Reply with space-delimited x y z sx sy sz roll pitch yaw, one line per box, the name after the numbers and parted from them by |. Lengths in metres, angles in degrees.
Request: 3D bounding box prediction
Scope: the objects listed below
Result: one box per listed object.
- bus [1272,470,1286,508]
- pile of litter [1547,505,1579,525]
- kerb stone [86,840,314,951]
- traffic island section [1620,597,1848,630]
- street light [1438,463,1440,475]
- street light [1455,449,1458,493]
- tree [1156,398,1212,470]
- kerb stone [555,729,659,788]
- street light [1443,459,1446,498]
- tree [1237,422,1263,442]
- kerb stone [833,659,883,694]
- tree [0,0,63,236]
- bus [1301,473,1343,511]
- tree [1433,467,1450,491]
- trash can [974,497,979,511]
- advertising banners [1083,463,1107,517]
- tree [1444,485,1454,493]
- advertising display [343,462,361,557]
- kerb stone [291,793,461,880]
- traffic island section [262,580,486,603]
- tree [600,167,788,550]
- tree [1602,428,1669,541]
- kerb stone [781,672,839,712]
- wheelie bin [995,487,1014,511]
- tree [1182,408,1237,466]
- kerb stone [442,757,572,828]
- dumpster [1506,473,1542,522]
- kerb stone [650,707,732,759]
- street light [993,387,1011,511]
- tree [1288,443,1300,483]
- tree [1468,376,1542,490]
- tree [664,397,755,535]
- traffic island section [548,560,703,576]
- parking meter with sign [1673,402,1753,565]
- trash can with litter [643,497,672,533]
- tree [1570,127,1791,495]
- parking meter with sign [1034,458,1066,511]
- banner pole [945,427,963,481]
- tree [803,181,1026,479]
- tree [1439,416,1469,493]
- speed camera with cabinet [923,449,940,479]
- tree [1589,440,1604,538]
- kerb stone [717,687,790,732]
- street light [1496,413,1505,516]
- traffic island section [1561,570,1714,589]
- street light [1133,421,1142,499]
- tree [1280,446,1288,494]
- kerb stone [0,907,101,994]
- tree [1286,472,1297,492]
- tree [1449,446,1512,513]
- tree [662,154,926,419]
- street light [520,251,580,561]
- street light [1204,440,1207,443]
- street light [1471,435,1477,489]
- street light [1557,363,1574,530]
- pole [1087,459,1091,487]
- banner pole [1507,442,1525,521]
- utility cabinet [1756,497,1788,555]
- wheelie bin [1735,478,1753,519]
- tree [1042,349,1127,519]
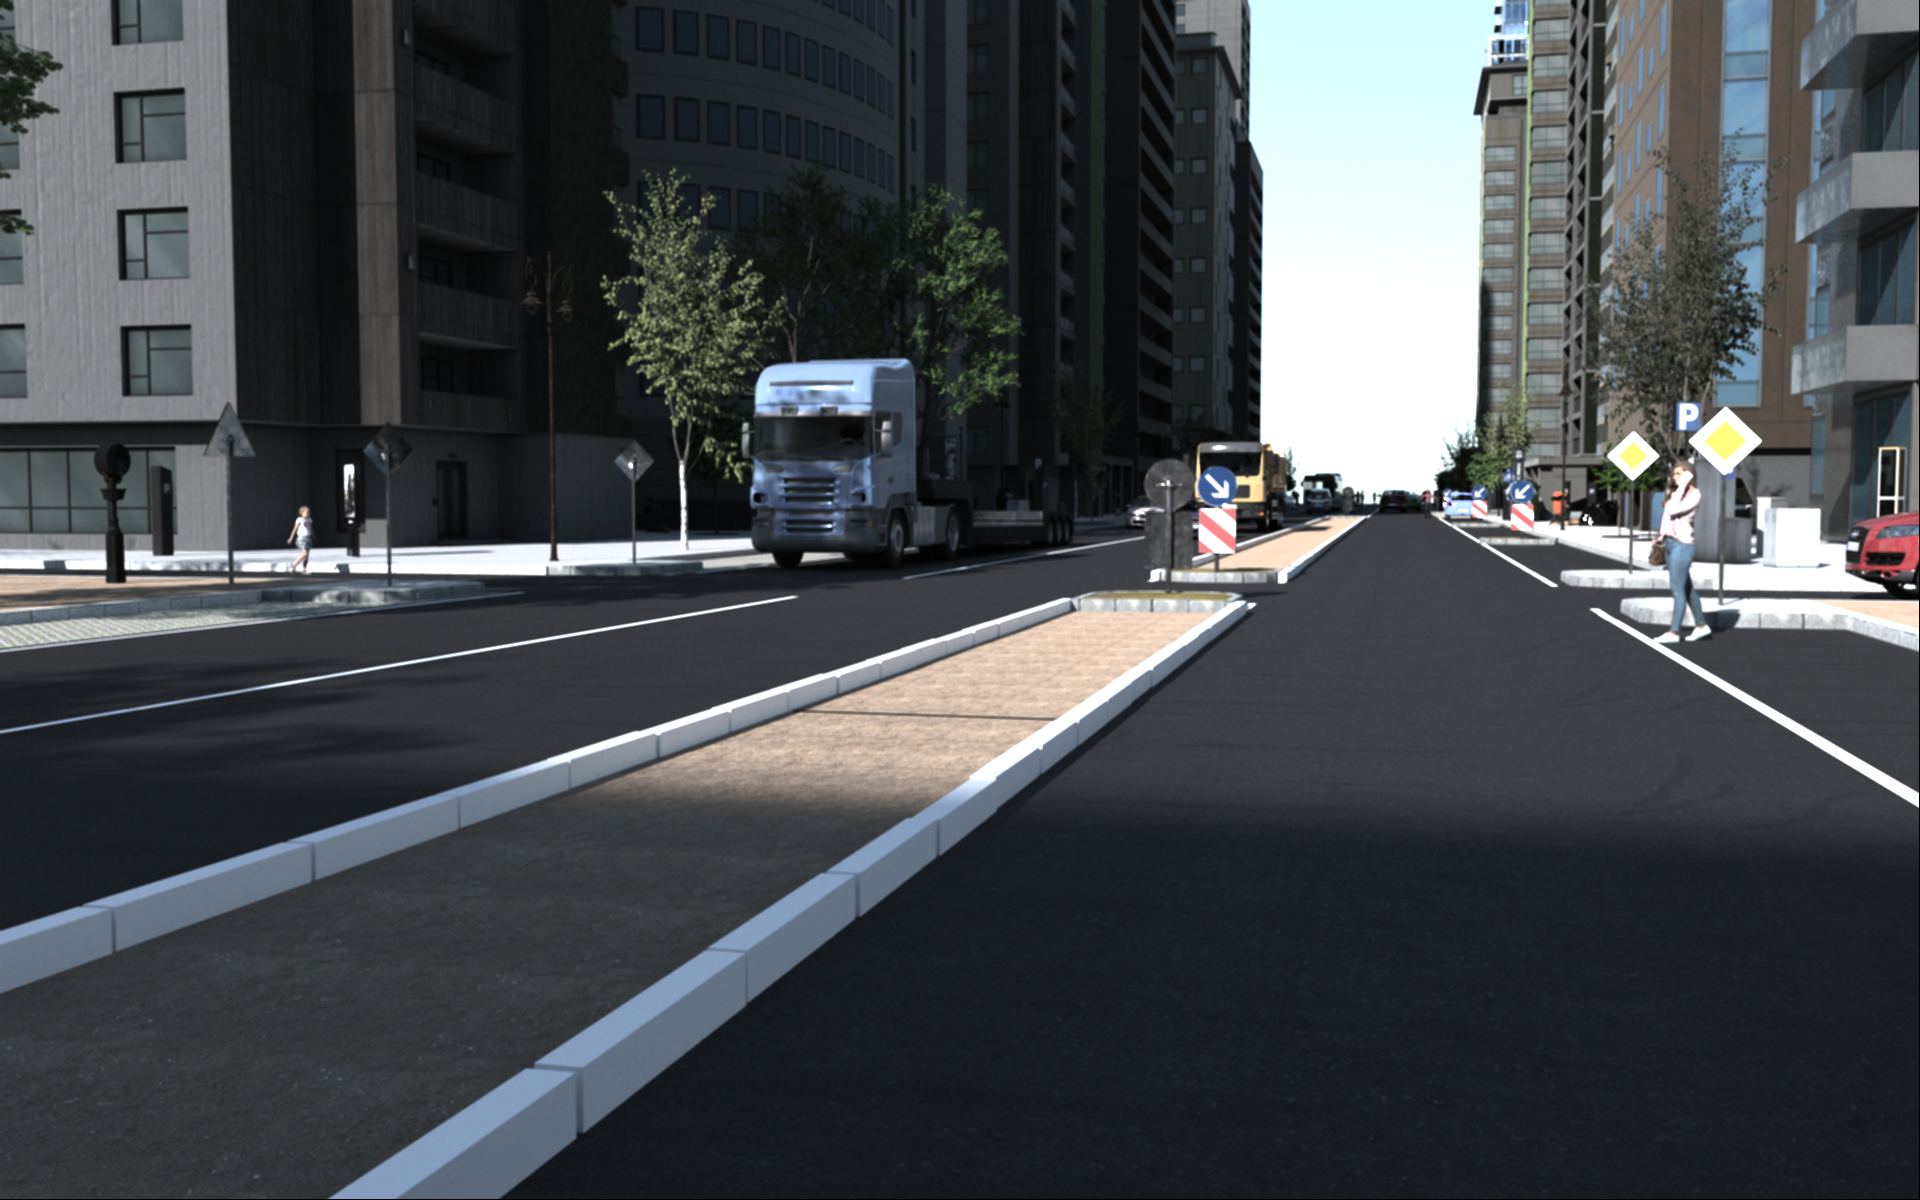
24.191 -8.920 137.392 2.896 3.916 12.252 1 4 15 | bus
25.347 -3.558 72.142 1.719 0.858 1.176 1 4 13 | pile of litter
-2.560 0.998 5.882 0.120 0.150 1.000 1 4 14 | kerb stone
8.781 0.142 19.956 2.009 0.180 2.903 1 4 14 | traffic island section
70.299 -17.226 254.433 0.468 5.910 1.993 1 4 14 | street light
49.603 -12.259 173.219 0.468 5.910 1.993 1 4 14 | street light
17.119 -11.137 132.452 4.360 8.622 3.978 0 3 0 | tree
-1.817 0.816 8.860 0.120 0.150 1.000 1 4 14 | kerb stone
60.783 -14.956 217.317 0.468 5.910 1.993 1 4 14 | street light
28.080 -13.676 173.969 4.737 8.622 4.395 0 3 0 | tree
-0.795 0.577 12.836 0.120 0.150 1.000 1 4 14 | kerb stone
-12.245 -6.019 16.534 7.486 12.596 7.792 0 3 0 | tree
30.837 -9.298 146.881 2.948 3.499 13.247 1 4 16 | bus
53.506 -12.395 186.371 4.285 4.588 4.351 0 3 0 | tree
0.409 -3.737 72.758 0.748 1.137 0.748 0 3 0 | trash can
7.510 -6.094 95.827 0.090 3.025 2.074 3 5 42 | advertising banners
57.851 -12.825 204.297 1.663 3.219 1.824 0 3 0 | tree
-12.492 -1.859 35.604 0.123 1.923 0.974 -2 4 -32 | advertising display
-2.308 0.937 6.875 0.120 0.150 1.000 1 4 14 | kerb stone
-7.982 -0.117 24.187 2.009 0.180 2.903 1 4 14 | traffic island section
-6.204 -5.434 39.215 4.737 8.622 4.395 0 3 0 | tree
18.981 -3.228 47.379 1.663 3.219 1.824 0 3 0 | tree
-1.058 0.634 11.837 0.120 0.150 1.000 1 4 14 | kerb stone
2.077 -4.505 81.566 0.980 1.594 0.693 2 4 25 | wheelie bin
21.247 -12.164 149.238 4.737 8.622 4.395 0 3 0 | tree
-2.063 0.878 7.868 0.120 0.150 1.000 1 4 14 | kerb stone
26.484 -4.822 81.332 1.502 2.255 1.985 1 4 14 | dumpster
-1.555 0.760 9.853 0.120 0.150 1.000 1 4 14 | kerb stone
1.719 -5.976 70.490 0.468 5.910 1.993 1 4 14 | street light
47.201 -18.362 250.586 4.737 8.622 4.395 0 3 0 | tree
34.554 -9.690 108.800 4.737 8.622 4.395 0 3 0 | tree
-7.753 -4.364 55.068 4.285 4.588 4.351 0 3 0 | tree
-6.024 -0.590 31.929 2.009 0.180 2.903 1 4 14 | traffic island section
14.036 -2.199 32.219 0.543 3.016 1.738 -1 4 -15 | parking meter with sign
-10.108 -2.854 58.047 1.055 1.170 0.624 2 4 32 | trash can with litter
14.991 -5.215 35.636 4.360 8.622 3.978 0 3 0 | tree
4.422 -5.400 84.543 1.738 3.016 0.543 -3 5 -44 | parking meter with sign
-0.182 -4.561 64.589 0.863 3.779 0.401 -1 4 -10 | banner pole
-1.505 -8.155 59.082 9.928 11.665 9.643 0 3 0 | tree
47.187 -12.973 162.474 4.737 8.622 4.395 0 3 0 | tree
-0.980 -4.919 74.761 0.660 3.252 2.038 -1 4 -22 | speed camera with cabinet
19.311 -3.446 50.944 1.663 3.219 1.824 0 3 0 | tree
-1.306 0.694 10.844 0.120 0.150 1.000 1 4 14 | kerb stone
30.893 -7.727 99.127 0.468 5.910 1.993 1 4 14 | street light
10.740 -0.331 27.698 2.009 0.180 2.903 1 4 14 | traffic island section
10.893 -8.193 106.743 0.468 5.910 1.993 1 4 14 | street light
34.368 -15.311 200.696 4.737 8.622 4.395 0 3 0 | tree
-2.805 1.058 4.890 0.120 0.150 1.000 1 4 14 | kerb stone
48.079 -16.620 255.452 4.285 4.588 4.351 0 3 0 | tree
35.761 -8.148 116.928 4.285 4.588 4.351 0 3 0 | tree
-4.704 -6.917 47.510 7.601 10.594 8.767 1 4 17 | tree
-7.797 -3.688 33.089 0.468 5.910 1.993 1 4 14 | street light
20.447 -10.496 144.403 0.468 5.910 1.993 1 4 14 | street light
40.142 -9.953 135.518 0.468 5.910 1.993 1 4 14 | street light
21.412 -5.417 61.353 0.468 5.910 1.993 1 4 14 | street light
7.367 -6.436 99.079 0.158 3.312 0.155 0 3 0 | pole
26.565 -5.672 82.753 0.401 3.779 0.863 -2 4 -29 | banner pole
17.180 -1.557 36.626 0.306 1.237 1.020 3 5 44 | utility cabinet
15.056 -1.599 34.046 0.980 1.594 0.693 -1 4 -16 | wheelie bin
6.107 -8.421 88.045 4.737 8.622 4.395 0 3 0 | tree
